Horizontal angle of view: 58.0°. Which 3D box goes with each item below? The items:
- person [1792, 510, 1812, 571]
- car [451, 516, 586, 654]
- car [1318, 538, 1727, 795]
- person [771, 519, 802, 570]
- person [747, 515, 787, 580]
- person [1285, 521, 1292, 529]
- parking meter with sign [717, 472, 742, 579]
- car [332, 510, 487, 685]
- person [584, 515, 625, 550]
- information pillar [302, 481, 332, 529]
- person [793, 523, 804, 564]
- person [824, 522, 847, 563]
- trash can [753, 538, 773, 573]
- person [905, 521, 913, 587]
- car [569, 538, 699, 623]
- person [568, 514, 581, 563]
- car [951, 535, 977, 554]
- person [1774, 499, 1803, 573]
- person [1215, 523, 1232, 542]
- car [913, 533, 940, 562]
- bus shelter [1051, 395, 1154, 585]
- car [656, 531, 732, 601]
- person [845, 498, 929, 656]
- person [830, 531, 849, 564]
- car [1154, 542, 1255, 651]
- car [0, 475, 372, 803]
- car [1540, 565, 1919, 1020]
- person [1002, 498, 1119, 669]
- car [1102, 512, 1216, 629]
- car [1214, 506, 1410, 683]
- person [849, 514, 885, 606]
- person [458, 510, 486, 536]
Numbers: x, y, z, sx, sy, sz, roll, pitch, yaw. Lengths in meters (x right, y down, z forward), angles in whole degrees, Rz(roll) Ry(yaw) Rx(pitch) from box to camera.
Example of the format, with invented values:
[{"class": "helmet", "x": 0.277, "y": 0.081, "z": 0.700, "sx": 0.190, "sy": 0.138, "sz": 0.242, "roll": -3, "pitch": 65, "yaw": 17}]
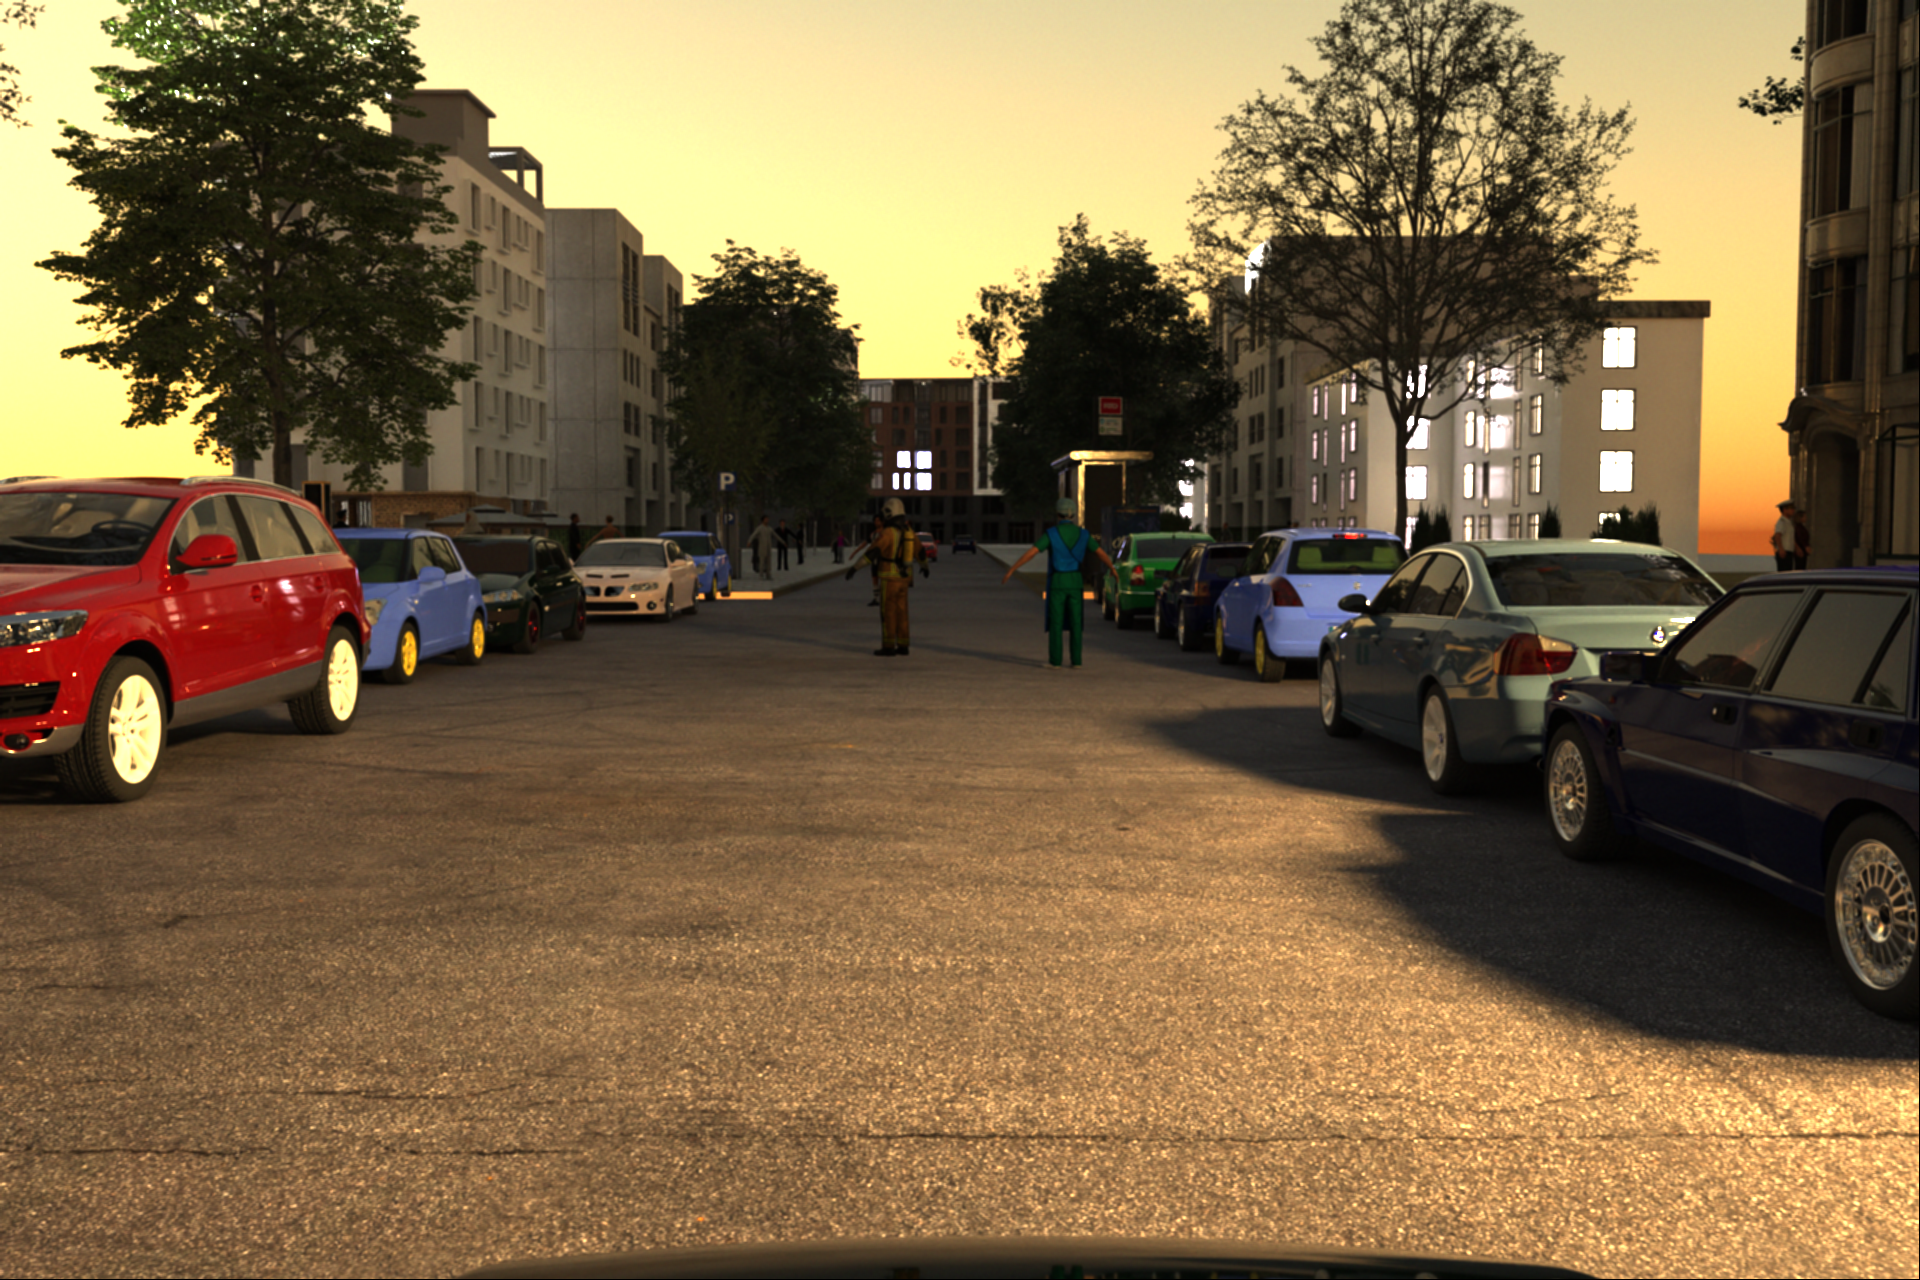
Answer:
[{"class": "person", "x": 16.003, "y": -1.591, "z": 32.820, "sx": 0.721, "sy": 1.729, "sz": 1.215, "roll": 1, "pitch": 4, "yaw": 21}, {"class": "car", "x": -5.936, "y": -0.742, "z": 21.919, "sx": 2.009, "sy": 1.686, "sz": 4.222, "roll": 0, "pitch": 3, "yaw": 0}, {"class": "car", "x": 3.469, "y": 0.074, "z": 10.789, "sx": 2.014, "sy": 1.417, "sz": 4.499, "roll": 0, "pitch": 3, "yaw": 0}, {"class": "person", "x": -6.260, "y": -3.362, "z": 61.160, "sx": 1.347, "sy": 1.806, "sz": 0.705, "roll": -1, "pitch": 4, "yaw": -13}, {"class": "person", "x": -5.445, "y": -2.592, "z": 48.565, "sx": 1.347, "sy": 1.806, "sz": 0.705, "roll": -3, "pitch": 5, "yaw": -41}, {"class": "person", "x": 13.453, "y": -3.953, "z": 70.767, "sx": 1.346, "sy": 1.812, "sz": 0.704, "roll": 1, "pitch": 4, "yaw": 16}, {"class": "parking meter with sign", "x": -6.510, "y": -3.241, "z": 49.249, "sx": 0.543, "sy": 3.016, "sz": 1.738, "roll": 0, "pitch": 4, "yaw": -1}, {"class": "car", "x": -6.077, "y": -0.490, "z": 17.609, "sx": 1.945, "sy": 1.707, "sz": 3.694, "roll": 0, "pitch": 3, "yaw": 0}, {"class": "person", "x": -8.458, "y": -2.128, "z": 41.589, "sx": 1.217, "sy": 1.733, "sz": 0.721, "roll": -3, "pitch": 5, "yaw": -42}, {"class": "information pillar", "x": -9.010, "y": -1.212, "z": 24.312, "sx": 0.304, "sy": 2.012, "sz": 0.304, "roll": 0, "pitch": 4, "yaw": -1}, {"class": "person", "x": -6.829, "y": -4.066, "z": 73.192, "sx": 0.721, "sy": 1.740, "sz": 1.216, "roll": 1, "pitch": 4, "yaw": 11}, {"class": "person", "x": -5.421, "y": -4.297, "z": 76.380, "sx": 1.348, "sy": 1.813, "sz": 0.705, "roll": 3, "pitch": 4, "yaw": 38}, {"class": "trash can", "x": -6.590, "y": -2.813, "z": 57.639, "sx": 0.748, "sy": 1.137, "sz": 0.748, "roll": 0, "pitch": 3, "yaw": 0}, {"class": "person", "x": -1.405, "y": -2.331, "z": 46.848, "sx": 0.705, "sy": 1.796, "sz": 1.348, "roll": 0, "pitch": 4, "yaw": -8}, {"class": "car", "x": -5.610, "y": -1.050, "z": 29.530, "sx": 2.083, "sy": 1.381, "sz": 4.827, "roll": 0, "pitch": 3, "yaw": 0}, {"class": "person", "x": -9.877, "y": -2.344, "z": 44.554, "sx": 0.704, "sy": 1.802, "sz": 1.346, "roll": -1, "pitch": 4, "yaw": -13}, {"class": "car", "x": 0.301, "y": -6.923, "z": 125.772, "sx": 1.945, "sy": 1.354, "sz": 3.894, "roll": 0, "pitch": 4, "yaw": 0}, {"class": "person", "x": 13.455, "y": -1.369, "z": 28.179, "sx": 0.704, "sy": 1.855, "sz": 1.343, "roll": 3, "pitch": 4, "yaw": 37}, {"class": "person", "x": 11.920, "y": -4.382, "z": 77.914, "sx": 0.705, "sy": 1.796, "sz": 1.348, "roll": -2, "pitch": 4, "yaw": -24}, {"class": "car", "x": -2.100, "y": -4.985, "z": 90.549, "sx": 2.155, "sy": 1.783, "sz": 4.494, "roll": 0, "pitch": 4, "yaw": 0}, {"class": "bus shelter", "x": 3.736, "y": -4.301, "z": 47.948, "sx": 2.179, "sy": 5.291, "sz": 8.768, "roll": 0, "pitch": 4, "yaw": -2}, {"class": "car", "x": -6.065, "y": -1.746, "z": 38.138, "sx": 1.945, "sy": 1.707, "sz": 3.694, "roll": 0, "pitch": 3, "yaw": 0}, {"class": "person", "x": -0.794, "y": -0.748, "z": 20.452, "sx": 0.705, "sy": 1.858, "sz": 1.354, "roll": 3, "pitch": 5, "yaw": 42}, {"class": "person", "x": -5.123, "y": -3.954, "z": 73.907, "sx": 0.991, "sy": 1.433, "sz": 0.599, "roll": 2, "pitch": 4, "yaw": 29}, {"class": "car", "x": 3.551, "y": -0.608, "z": 22.529, "sx": 1.945, "sy": 1.354, "sz": 3.894, "roll": 0, "pitch": 4, "yaw": 0}, {"class": "car", "x": -5.419, "y": -0.137, "z": 10.916, "sx": 2.281, "sy": 1.827, "sz": 5.304, "roll": 0, "pitch": 3, "yaw": 0}, {"class": "car", "x": 3.547, "y": 0.374, "z": 6.461, "sx": 1.945, "sy": 1.354, "sz": 3.894, "roll": 0, "pitch": 4, "yaw": -1}, {"class": "person", "x": 1.108, "y": -0.605, "z": 18.482, "sx": 1.347, "sy": 1.817, "sz": 0.704, "roll": -1, "pitch": 4, "yaw": -19}, {"class": "car", "x": 3.257, "y": -1.142, "z": 27.463, "sx": 1.959, "sy": 1.807, "sz": 4.718, "roll": 0, "pitch": 4, "yaw": 0}, {"class": "car", "x": 3.697, "y": -0.514, "z": 18.002, "sx": 1.945, "sy": 1.707, "sz": 3.694, "roll": 0, "pitch": 4, "yaw": -1}, {"class": "person", "x": -1.608, "y": -1.579, "z": 34.414, "sx": 1.345, "sy": 1.843, "sz": 0.704, "roll": 2, "pitch": 4, "yaw": 34}, {"class": "person", "x": -9.439, "y": -1.618, "z": 33.222, "sx": 1.217, "sy": 1.736, "sz": 0.721, "roll": 2, "pitch": 4, "yaw": 33}]
